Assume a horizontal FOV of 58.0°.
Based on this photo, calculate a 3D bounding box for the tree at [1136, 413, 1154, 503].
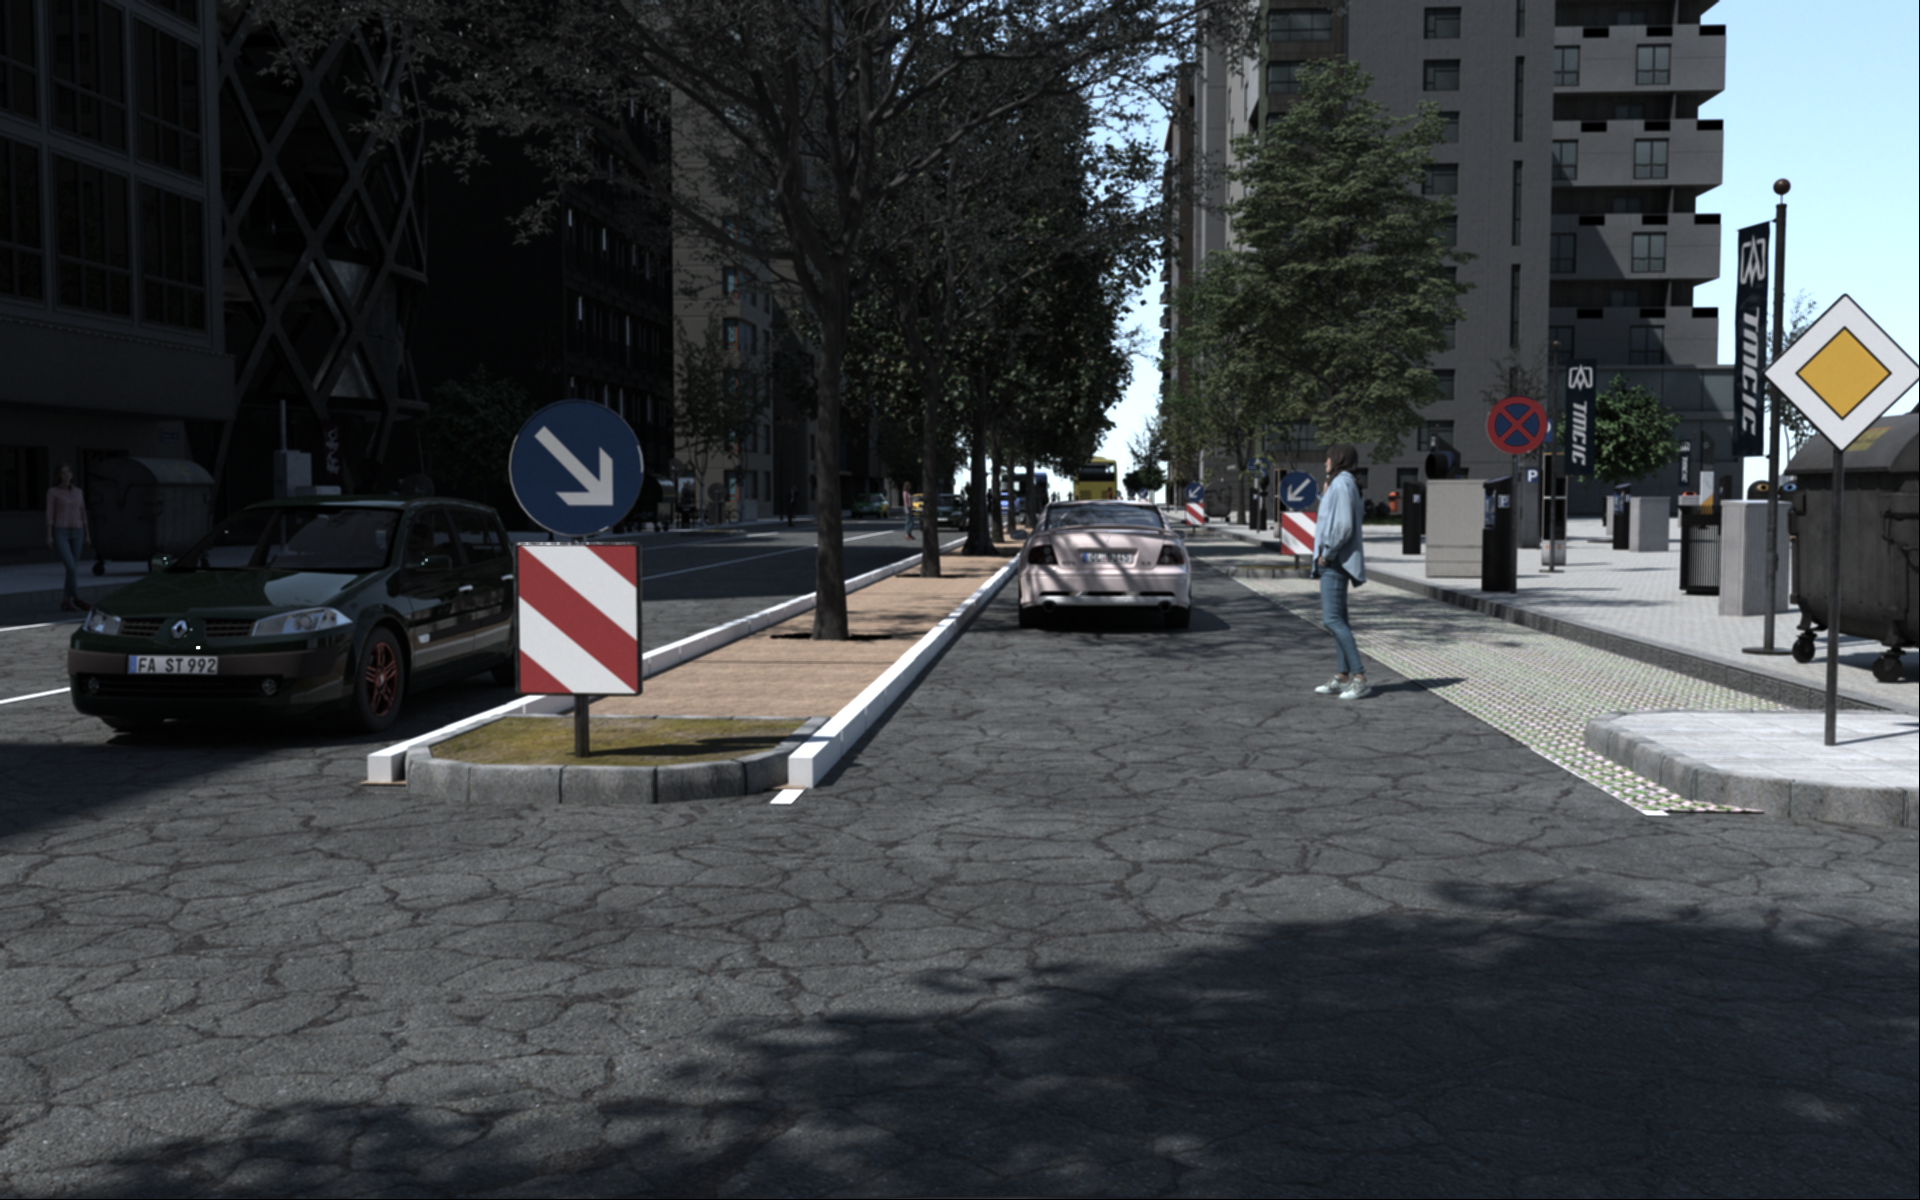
[{"bbox_3d":[12.583,-8.779,93.901,4.737,8.622,4.395,0,3,0],"label":"tree"}]

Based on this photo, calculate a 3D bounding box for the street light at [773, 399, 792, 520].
[{"bbox_3d":[-8.685,-6.810,84.129,0.468,5.910,1.993,0,4,4],"label":"street light"}]

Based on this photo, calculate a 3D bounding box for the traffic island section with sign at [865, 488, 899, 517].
[{"bbox_3d":[-4.891,-6.131,108.866,1.989,1.847,2.006,0,4,4],"label":"traffic island section with sign"}]

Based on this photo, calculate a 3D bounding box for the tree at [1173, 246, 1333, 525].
[{"bbox_3d":[11.790,-8.928,71.724,9.928,11.665,9.643,0,3,0],"label":"tree"}]

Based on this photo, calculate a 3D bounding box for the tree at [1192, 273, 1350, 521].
[{"bbox_3d":[10.157,-6.308,53.493,4.737,8.622,4.395,0,3,0],"label":"tree"}]

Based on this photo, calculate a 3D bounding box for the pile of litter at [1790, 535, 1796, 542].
[{"bbox_3d":[21.934,-1.996,46.600,1.719,0.858,1.176,0,4,1],"label":"pile of litter"}]

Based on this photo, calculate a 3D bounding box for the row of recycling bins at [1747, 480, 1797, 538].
[{"bbox_3d":[24.976,-2.686,51.021,1.069,1.692,3.534,-3,5,-42],"label":"row of recycling bins"}]

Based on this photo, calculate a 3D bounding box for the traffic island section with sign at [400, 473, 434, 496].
[{"bbox_3d":[-10.404,-1.468,32.626,1.989,1.847,2.006,0,4,4],"label":"traffic island section with sign"}]

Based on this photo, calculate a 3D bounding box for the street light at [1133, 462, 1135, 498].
[{"bbox_3d":[20.685,-14.258,205.902,0.468,5.910,1.993,0,4,4],"label":"street light"}]

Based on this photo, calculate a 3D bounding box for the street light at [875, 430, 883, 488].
[{"bbox_3d":[-5.783,-9.285,124.601,0.468,5.910,1.993,0,4,4],"label":"street light"}]

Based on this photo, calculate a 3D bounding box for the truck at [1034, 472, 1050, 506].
[{"bbox_3d":[9.893,-13.940,217.676,2.967,4.110,18.799,0,4,4],"label":"truck"}]

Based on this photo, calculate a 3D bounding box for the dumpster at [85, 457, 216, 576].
[{"bbox_3d":[-12.937,-1.342,27.707,1.264,1.857,1.865,0,4,4],"label":"dumpster"}]

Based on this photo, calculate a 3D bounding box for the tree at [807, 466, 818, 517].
[{"bbox_3d":[-7.739,-6.398,99.212,1.663,3.219,1.824,0,3,0],"label":"tree"}]

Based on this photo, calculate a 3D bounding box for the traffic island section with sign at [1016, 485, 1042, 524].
[{"bbox_3d":[3.621,-4.634,83.908,2.006,1.907,1.989,0,4,4],"label":"traffic island section with sign"}]

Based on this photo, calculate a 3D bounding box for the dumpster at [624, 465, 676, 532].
[{"bbox_3d":[-10.558,-3.432,58.611,1.502,2.255,1.985,0,4,4],"label":"dumpster"}]

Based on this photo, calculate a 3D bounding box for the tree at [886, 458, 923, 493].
[{"bbox_3d":[-4.658,-10.071,148.381,4.285,4.588,4.351,0,3,0],"label":"tree"}]

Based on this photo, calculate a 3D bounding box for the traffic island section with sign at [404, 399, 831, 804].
[{"bbox_3d":[-1.792,-0.051,8.964,2.006,1.907,1.989,0,4,4],"label":"traffic island section with sign"}]

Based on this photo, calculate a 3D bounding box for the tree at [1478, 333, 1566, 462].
[{"bbox_3d":[26.215,-7.933,80.068,4.360,8.622,3.978,0,3,0],"label":"tree"}]

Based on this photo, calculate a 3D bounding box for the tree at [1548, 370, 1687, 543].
[{"bbox_3d":[17.468,-3.816,46.106,4.285,4.588,4.351,0,3,0],"label":"tree"}]

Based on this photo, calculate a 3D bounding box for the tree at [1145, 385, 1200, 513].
[{"bbox_3d":[14.477,-10.129,115.964,4.360,8.622,3.978,0,3,0],"label":"tree"}]

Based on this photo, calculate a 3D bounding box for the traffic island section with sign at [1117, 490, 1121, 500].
[{"bbox_3d":[13.295,-7.763,135.558,1.989,1.847,2.006,0,4,4],"label":"traffic island section with sign"}]

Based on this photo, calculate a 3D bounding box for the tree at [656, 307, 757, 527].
[{"bbox_3d":[-10.144,-7.210,68.250,4.737,8.622,4.395,0,3,0],"label":"tree"}]

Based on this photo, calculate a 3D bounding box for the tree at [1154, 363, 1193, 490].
[{"bbox_3d":[12.609,-8.083,82.524,4.737,8.622,4.395,0,3,0],"label":"tree"}]

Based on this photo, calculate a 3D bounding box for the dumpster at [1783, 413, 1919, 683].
[{"bbox_3d":[6.860,-0.404,12.361,1.264,1.857,1.865,0,4,4],"label":"dumpster"}]

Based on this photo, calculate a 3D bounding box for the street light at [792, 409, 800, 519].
[{"bbox_3d":[-8.397,-7.009,87.393,0.468,5.910,1.993,0,4,4],"label":"street light"}]

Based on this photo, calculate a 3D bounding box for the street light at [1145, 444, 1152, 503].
[{"bbox_3d":[17.392,-11.336,158.139,0.468,5.910,1.993,0,4,4],"label":"street light"}]

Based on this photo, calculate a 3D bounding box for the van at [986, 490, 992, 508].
[{"bbox_3d":[3.432,-10.379,176.702,2.013,2.044,4.112,0,4,6],"label":"van"}]

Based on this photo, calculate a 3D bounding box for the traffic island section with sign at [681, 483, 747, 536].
[{"bbox_3d":[-8.439,-3.128,59.778,1.989,1.847,2.006,0,4,4],"label":"traffic island section with sign"}]

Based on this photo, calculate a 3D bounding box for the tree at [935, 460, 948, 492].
[{"bbox_3d":[-2.678,-14.147,181.659,4.360,8.622,3.978,0,3,0],"label":"tree"}]

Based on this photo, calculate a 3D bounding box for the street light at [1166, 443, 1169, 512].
[{"bbox_3d":[14.627,-9.099,121.563,0.468,5.910,1.993,0,4,4],"label":"street light"}]

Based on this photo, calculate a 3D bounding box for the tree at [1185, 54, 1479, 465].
[{"bbox_3d":[9.902,-7.817,45.939,7.486,12.596,7.792,0,3,0],"label":"tree"}]

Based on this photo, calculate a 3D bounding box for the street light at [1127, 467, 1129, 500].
[{"bbox_3d":[23.508,-16.495,242.474,0.468,5.910,1.993,0,4,4],"label":"street light"}]

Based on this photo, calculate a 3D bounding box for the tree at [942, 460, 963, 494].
[{"bbox_3d":[-1.223,-15.120,197.581,4.737,8.622,4.395,0,3,0],"label":"tree"}]

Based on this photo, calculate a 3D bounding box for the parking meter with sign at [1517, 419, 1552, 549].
[{"bbox_3d":[13.439,-2.731,40.908,0.543,3.016,1.738,0,4,1],"label":"parking meter with sign"}]

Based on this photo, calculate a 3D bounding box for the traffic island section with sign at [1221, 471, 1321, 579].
[{"bbox_3d":[5.670,-1.311,30.067,1.989,1.847,2.006,0,4,4],"label":"traffic island section with sign"}]

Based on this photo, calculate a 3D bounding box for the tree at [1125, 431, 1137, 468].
[{"bbox_3d":[16.986,-12.459,154.065,4.737,8.622,4.395,0,3,0],"label":"tree"}]

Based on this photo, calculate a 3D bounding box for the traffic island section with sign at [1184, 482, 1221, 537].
[{"bbox_3d":[7.689,-3.015,57.921,1.989,1.847,2.006,0,4,4],"label":"traffic island section with sign"}]

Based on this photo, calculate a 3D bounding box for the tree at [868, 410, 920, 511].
[{"bbox_3d":[-5.211,-11.107,131.956,4.737,8.622,4.395,0,3,0],"label":"tree"}]

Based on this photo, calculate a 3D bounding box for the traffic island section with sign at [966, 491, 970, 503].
[{"bbox_3d":[1.087,-11.180,191.423,1.989,1.847,2.006,0,4,4],"label":"traffic island section with sign"}]

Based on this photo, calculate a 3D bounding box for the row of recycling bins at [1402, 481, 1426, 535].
[{"bbox_3d":[15.232,-2.836,53.481,1.069,1.692,3.534,-3,5,-43],"label":"row of recycling bins"}]

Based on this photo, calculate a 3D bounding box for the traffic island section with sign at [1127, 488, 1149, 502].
[{"bbox_3d":[11.361,-6.116,108.626,1.989,1.847,2.006,0,4,4],"label":"traffic island section with sign"}]

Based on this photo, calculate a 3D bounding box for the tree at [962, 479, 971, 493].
[{"bbox_3d":[1.060,-13.815,220.470,1.663,3.219,1.824,0,3,0],"label":"tree"}]

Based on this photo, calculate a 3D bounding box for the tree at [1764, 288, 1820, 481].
[{"bbox_3d":[29.763,-6.791,61.399,4.360,8.622,3.978,0,3,0],"label":"tree"}]

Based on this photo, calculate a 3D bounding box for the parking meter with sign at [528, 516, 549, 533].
[{"bbox_3d":[-14.222,-3.792,58.268,0.543,3.016,1.738,-2,4,-34],"label":"parking meter with sign"}]

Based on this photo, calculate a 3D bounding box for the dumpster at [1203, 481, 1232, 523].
[{"bbox_3d":[11.664,-4.444,78.421,1.264,1.857,1.865,0,4,4],"label":"dumpster"}]

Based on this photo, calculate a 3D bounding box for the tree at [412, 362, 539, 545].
[{"bbox_3d":[-11.945,-3.648,43.361,4.285,4.588,4.351,0,3,0],"label":"tree"}]

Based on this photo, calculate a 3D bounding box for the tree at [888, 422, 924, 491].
[{"bbox_3d":[-3.332,-14.926,162.161,7.486,12.596,7.792,0,3,0],"label":"tree"}]

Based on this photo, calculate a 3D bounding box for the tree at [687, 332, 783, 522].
[{"bbox_3d":[-10.051,-7.800,77.890,4.360,8.622,3.978,0,3,0],"label":"tree"}]

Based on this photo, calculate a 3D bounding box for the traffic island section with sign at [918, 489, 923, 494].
[{"bbox_3d":[-2.931,-7.787,135.940,1.989,1.847,2.006,0,4,4],"label":"traffic island section with sign"}]

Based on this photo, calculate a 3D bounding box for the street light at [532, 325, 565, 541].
[{"bbox_3d":[-11.264,-4.572,47.536,0.468,5.910,1.993,0,4,4],"label":"street light"}]
